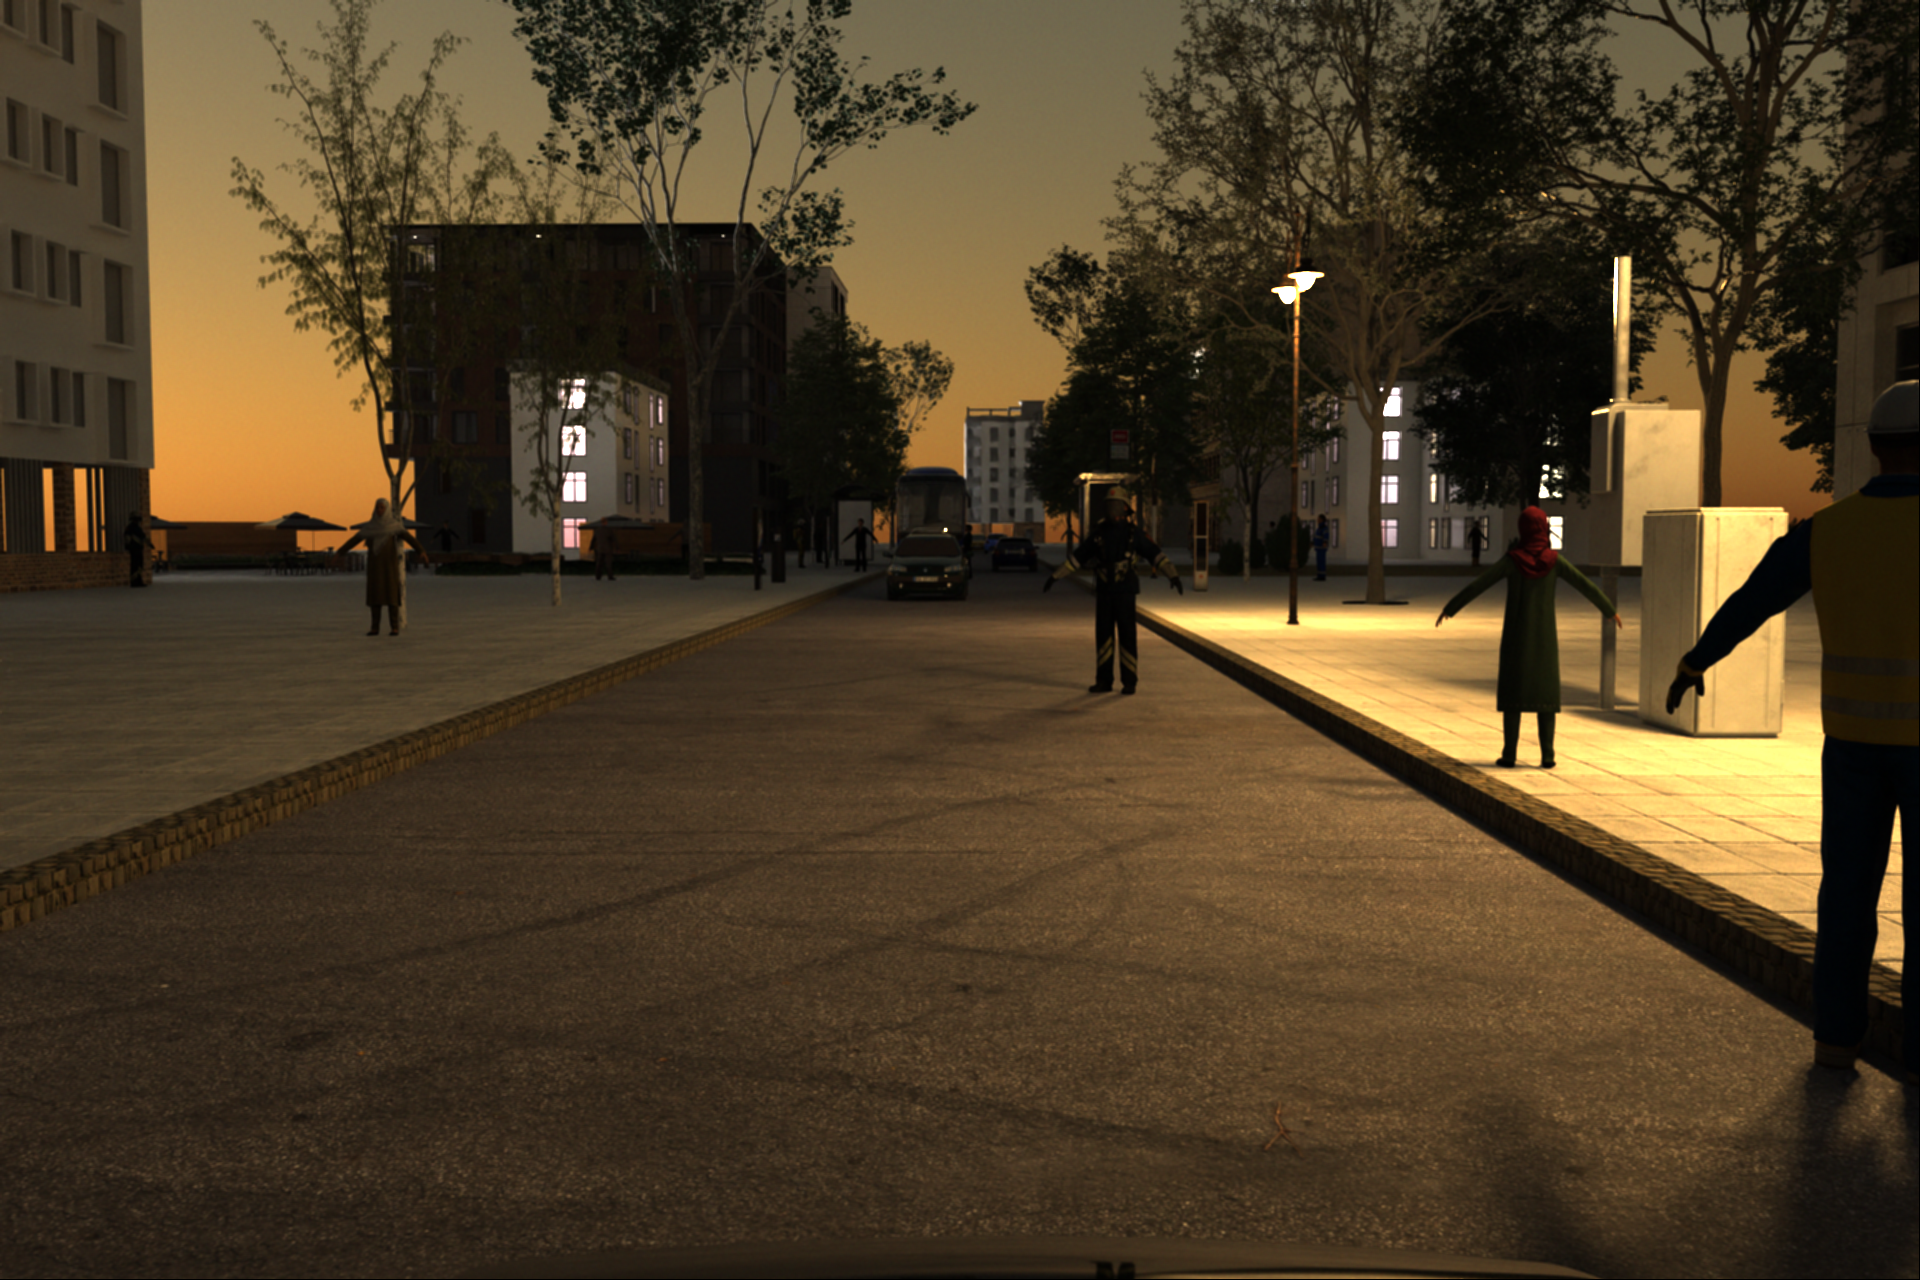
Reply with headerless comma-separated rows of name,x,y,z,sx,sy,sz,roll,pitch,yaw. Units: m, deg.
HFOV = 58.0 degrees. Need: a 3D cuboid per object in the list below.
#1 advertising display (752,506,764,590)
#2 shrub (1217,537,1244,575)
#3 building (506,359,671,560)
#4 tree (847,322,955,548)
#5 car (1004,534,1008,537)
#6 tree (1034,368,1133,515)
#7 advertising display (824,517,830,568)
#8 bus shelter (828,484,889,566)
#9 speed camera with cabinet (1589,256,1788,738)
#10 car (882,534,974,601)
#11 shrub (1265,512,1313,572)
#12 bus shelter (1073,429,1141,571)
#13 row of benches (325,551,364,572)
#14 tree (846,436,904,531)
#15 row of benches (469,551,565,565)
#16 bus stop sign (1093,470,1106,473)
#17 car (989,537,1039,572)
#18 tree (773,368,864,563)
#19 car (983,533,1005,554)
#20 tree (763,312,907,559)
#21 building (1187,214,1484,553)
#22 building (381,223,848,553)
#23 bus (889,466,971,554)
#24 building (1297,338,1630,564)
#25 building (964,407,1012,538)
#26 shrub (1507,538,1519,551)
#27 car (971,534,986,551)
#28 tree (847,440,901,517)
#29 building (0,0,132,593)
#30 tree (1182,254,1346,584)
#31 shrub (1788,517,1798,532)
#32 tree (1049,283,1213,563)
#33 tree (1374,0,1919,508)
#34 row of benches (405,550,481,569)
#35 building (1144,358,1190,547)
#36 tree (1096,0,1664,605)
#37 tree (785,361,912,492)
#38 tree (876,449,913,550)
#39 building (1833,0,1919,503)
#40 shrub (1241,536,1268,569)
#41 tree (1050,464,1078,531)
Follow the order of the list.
advertising display,-4.647,-2.120,39.876,0.123,1.923,0.974,0,4,1
shrub,8.483,-2.632,54.145,1.383,1.207,1.383,0,3,0
building,-20.720,-9.477,97.101,9.099,9.664,28.070,0,4,1
tree,-7.292,-18.335,155.669,12.611,20.169,13.585,0,3,0
car,3.637,-9.005,157.025,2.009,1.686,4.222,0,4,0
tree,8.611,-12.202,117.633,7.486,12.596,7.792,0,3,0
advertising display,-4.985,-3.653,64.944,0.123,1.923,0.974,0,4,2
bus shelter,-4.166,-4.789,72.227,2.014,3.302,5.546,0,4,2
speed camera with cabinet,4.911,-1.066,11.773,0.660,3.252,2.038,0,4,1
car,-0.688,-1.761,38.578,2.009,1.686,4.222,0,4,1
shrub,11.102,-3.332,58.512,1.661,2.075,1.752,0,3,0
bus shelter,5.315,-5.273,63.847,2.179,5.291,8.768,0,4,2
row of benches,-21.243,-2.718,59.896,1.422,0.672,4.104,-1,4,-10
tree,-6.253,-10.636,124.259,4.737,8.622,4.395,0,3,0
row of benches,-15.656,-2.808,61.370,4.104,0.672,1.422,2,4,29
bus stop sign,5.763,-5.029,71.246,0.837,3.901,0.837,0,4,1
car,2.090,-3.309,66.684,1.945,1.354,3.894,0,4,1
tree,-6.734,-7.768,77.374,4.360,8.622,3.978,0,3,0
car,2.624,-7.141,126.354,1.945,1.707,3.694,0,4,0
tree,-6.661,-10.458,89.120,7.486,12.596,7.792,0,3,0
building,27.024,-18.029,125.700,19.493,23.208,18.063,0,4,1
building,-23.795,-17.527,130.542,27.936,21.610,32.646,0,4,1
bus,-0.951,-4.596,66.685,2.896,3.916,12.251,0,4,1
building,24.130,-8.929,88.137,9.099,9.664,28.070,0,4,1
building,0.960,-23.868,249.116,11.380,20.090,16.016,0,4,-1
shrub,21.266,-3.366,66.155,1.383,1.207,1.383,0,3,0
car,1.380,-7.618,134.774,2.015,1.641,3.980,0,4,1
tree,-6.009,-10.162,116.510,4.737,8.622,4.395,0,3,0
building,-25.762,-10.658,30.683,16.016,20.090,11.380,0,4,2
tree,7.593,-5.774,44.762,4.737,8.622,4.395,0,3,0
shrub,30.195,-3.648,63.689,1.661,2.075,1.752,0,3,0
tree,7.729,-9.771,77.888,7.486,12.596,7.792,0,3,0
tree,7.616,-5.106,17.898,7.601,10.594,8.767,-2,4,-30
row of benches,-19.626,-3.063,65.540,1.422,0.672,4.104,2,4,26
building,28.814,-21.025,174.693,19.493,23.208,18.063,0,4,1
tree,7.589,-7.407,31.469,12.009,13.543,11.850,0,3,0
tree,-6.664,-10.988,105.409,9.928,11.665,9.643,0,3,0
tree,-5.519,-11.617,140.299,4.737,8.622,4.395,0,3,0
building,28.031,-9.587,23.209,16.747,18.905,31.486,0,4,1
shrub,10.857,-3.217,63.719,1.383,1.207,1.383,0,3,0
tree,9.731,-12.548,155.529,4.360,8.622,3.978,0,3,0
